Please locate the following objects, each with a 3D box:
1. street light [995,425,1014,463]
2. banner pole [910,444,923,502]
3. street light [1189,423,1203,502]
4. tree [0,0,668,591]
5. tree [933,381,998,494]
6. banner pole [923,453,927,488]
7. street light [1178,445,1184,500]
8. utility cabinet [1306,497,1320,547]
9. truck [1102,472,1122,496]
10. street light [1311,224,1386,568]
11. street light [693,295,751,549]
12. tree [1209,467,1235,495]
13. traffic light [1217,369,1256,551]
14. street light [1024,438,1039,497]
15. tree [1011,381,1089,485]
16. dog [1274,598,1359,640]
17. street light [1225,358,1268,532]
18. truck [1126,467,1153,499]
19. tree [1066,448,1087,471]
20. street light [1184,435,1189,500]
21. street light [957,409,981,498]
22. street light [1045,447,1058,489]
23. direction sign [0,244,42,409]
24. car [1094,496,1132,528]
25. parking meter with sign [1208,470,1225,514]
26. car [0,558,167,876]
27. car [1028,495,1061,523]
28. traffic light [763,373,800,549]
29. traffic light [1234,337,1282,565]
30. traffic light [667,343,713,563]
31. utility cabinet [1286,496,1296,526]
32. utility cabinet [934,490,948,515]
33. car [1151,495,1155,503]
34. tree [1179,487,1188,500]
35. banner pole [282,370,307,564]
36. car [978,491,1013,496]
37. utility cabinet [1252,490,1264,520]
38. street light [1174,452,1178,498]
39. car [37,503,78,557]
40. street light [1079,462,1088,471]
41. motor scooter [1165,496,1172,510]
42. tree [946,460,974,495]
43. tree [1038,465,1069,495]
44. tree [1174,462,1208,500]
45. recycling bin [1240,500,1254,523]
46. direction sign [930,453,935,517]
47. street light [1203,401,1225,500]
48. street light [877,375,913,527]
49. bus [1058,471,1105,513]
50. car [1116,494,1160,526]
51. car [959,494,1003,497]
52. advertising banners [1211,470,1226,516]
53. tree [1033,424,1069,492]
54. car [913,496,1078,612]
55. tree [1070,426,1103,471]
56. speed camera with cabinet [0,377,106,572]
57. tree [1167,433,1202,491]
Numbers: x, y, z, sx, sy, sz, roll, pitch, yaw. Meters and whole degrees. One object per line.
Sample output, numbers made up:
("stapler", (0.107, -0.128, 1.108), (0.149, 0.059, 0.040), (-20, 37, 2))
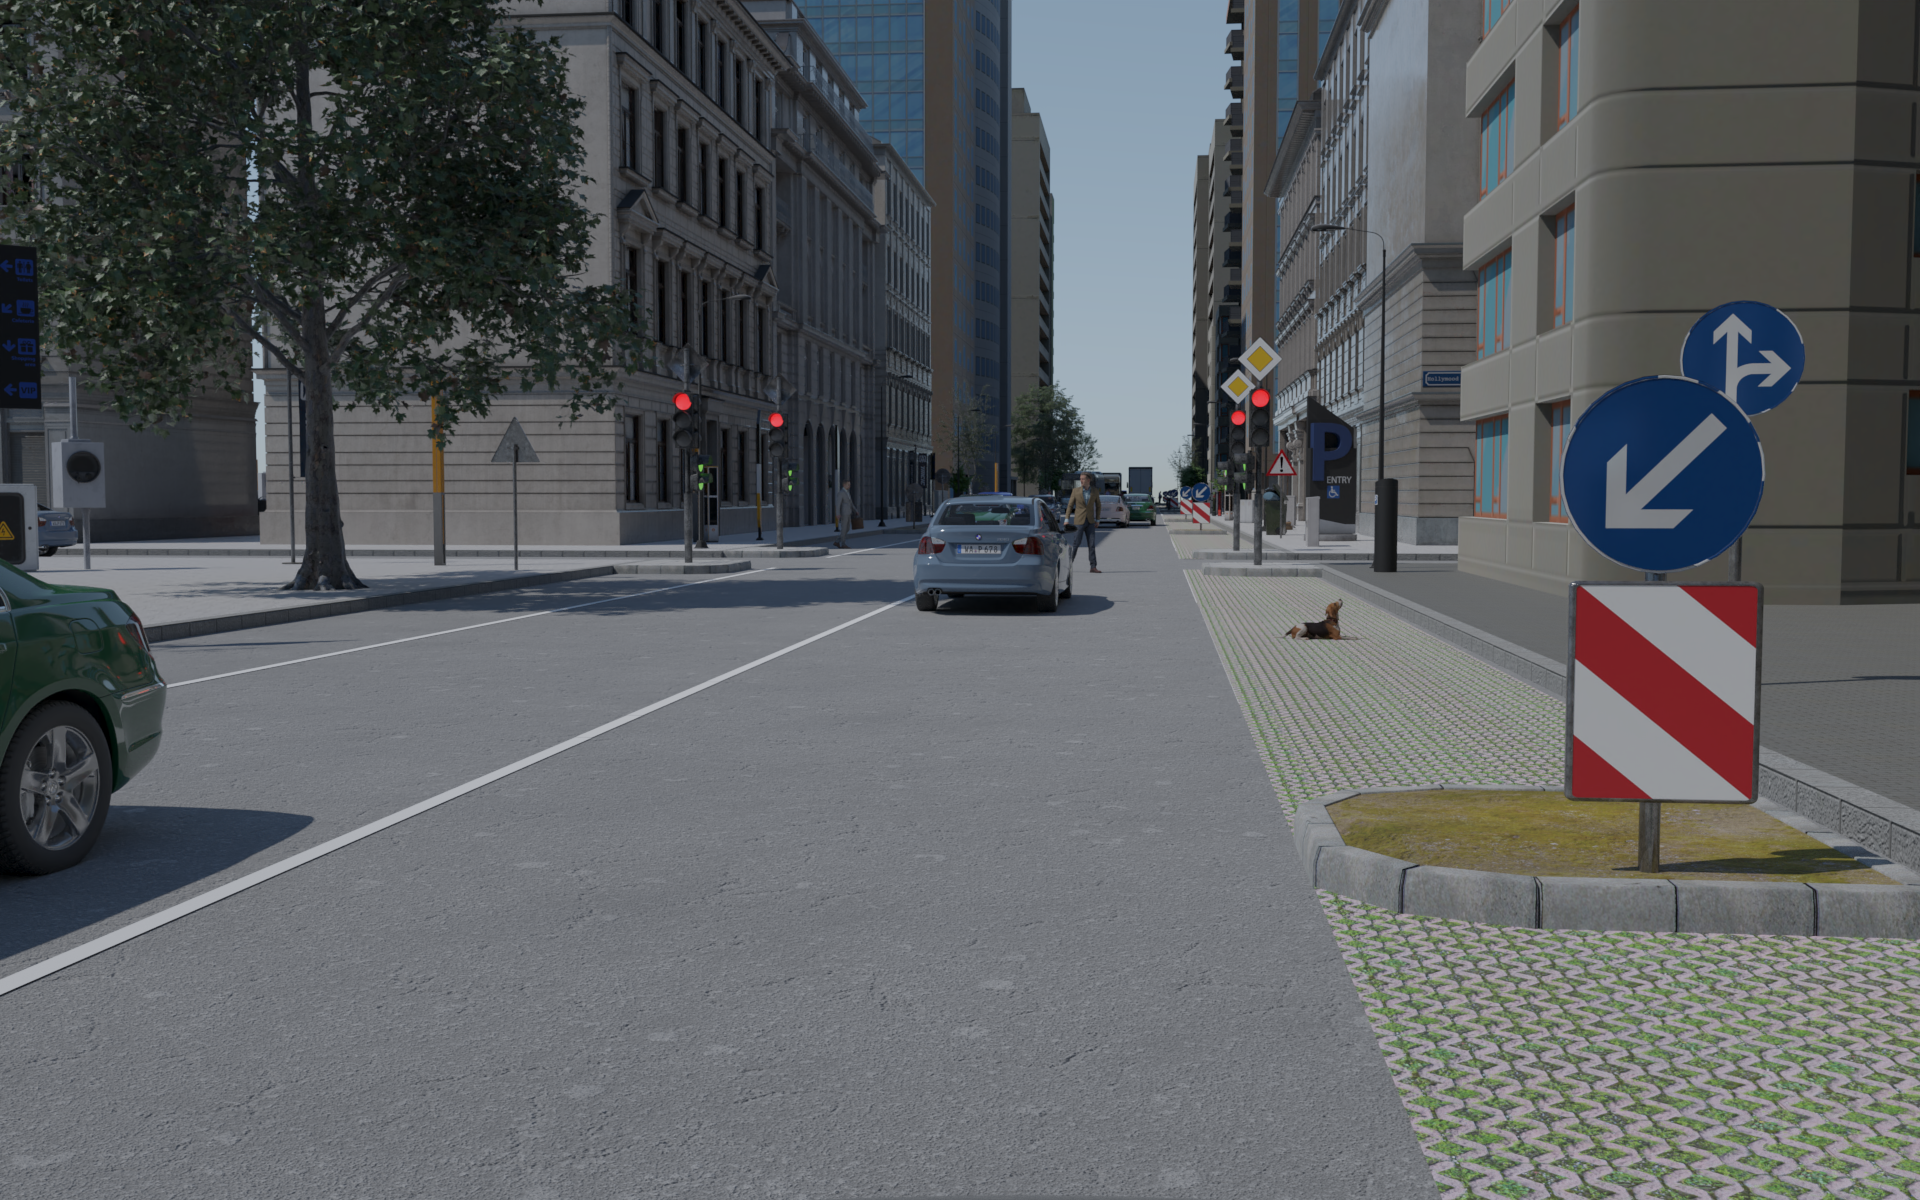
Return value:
("street light", (2.926, -8.793, 116.299), (1.470, 5.913, 1.316), (0, 4, 6))
("banner pole", (-2.349, -5.939, 87.116), (0.401, 3.779, 0.863), (-2, 4, -27))
("street light", (15.962, -8.625, 113.561), (1.470, 5.913, 1.316), (0, 4, 6))
("tree", (-8.724, -6.487, 23.078), (9.611, 12.733, 9.660), (0, 3, 0))
("tree", (0.573, -9.724, 109.347), (4.360, 8.622, 3.978), (0, 3, 0))
("banner pole", (-2.146, -6.303, 93.079), (0.863, 3.779, 0.401), (-1, 4, -19))
("street light", (21.516, -11.625, 162.605), (1.470, 5.913, 1.316), (0, 4, 6))
("utility cabinet", (8.658, -1.921, 42.568), (0.306, 1.237, 1.020), (1, 4, 9))
("truck", (19.871, -14.568, 227.103), (2.839, 4.237, 11.283), (0, 4, 7))
("street light", (6.735, -3.508, 29.898), (1.470, 5.913, 1.316), (0, 4, 6))
("street light", (-5.557, -4.161, 40.575), (1.470, 5.913, 1.316), (0, 4, 6))
("tree", (16.673, -7.000, 109.043), (1.663, 3.219, 1.824), (0, 3, 0))
("traffic light", (6.230, -3.065, 39.030), (0.839, 4.253, 0.868), (0, 4, 6))
("street light", (5.906, -10.519, 144.529), (1.470, 5.913, 1.316), (0, 4, 6))
("tree", (9.422, -17.458, 192.095), (9.857, 13.997, 8.962), (0, 3, 0))
("dog", (3.507, 0.192, 17.059), (0.550, 0.427, 0.748), (-3, 5, -40))
("street light", (9.921, -5.303, 59.243), (1.470, 5.913, 1.316), (0, 4, 6))
("truck", (19.005, -11.860, 182.822), (2.839, 4.237, 11.283), (0, 4, 5))
("tree", (14.803, -17.171, 231.110), (4.737, 8.622, 4.395), (0, 3, 0))
("street light", (18.399, -9.938, 135.035), (1.470, 5.913, 1.316), (0, 4, 6))
("street light", (0.450, -7.476, 94.775), (1.470, 5.913, 1.316), (0, 4, 6))
("street light", (9.004, -12.183, 171.730), (1.470, 5.913, 1.316), (0, 4, 6))
("direction sign", (-8.807, -1.450, 15.704), (0.876, 3.537, 0.379), (-3, 4, -38))
("car", (6.319, -3.806, 74.597), (2.083, 1.381, 4.827), (0, 4, 8))
("parking meter with sign", (16.581, -7.057, 111.643), (0.543, 3.016, 1.738), (-2, 4, -24))
("car", (-4.466, 0.396, 5.326), (2.131, 1.459, 4.920), (0, 4, 7))
("car", (3.958, -4.453, 84.812), (2.014, 1.417, 4.499), (0, 4, 8))
("traffic light", (-4.169, -3.134, 40.167), (0.839, 4.253, 0.868), (0, 4, 6))
("traffic light", (5.347, -2.579, 31.094), (0.839, 4.253, 0.868), (0, 4, 6))
("traffic light", (-5.052, -2.649, 32.231), (0.839, 4.253, 0.868), (0, 4, 6))
("utility cabinet", (13.214, -3.648, 70.803), (1.020, 1.237, 0.306), (2, 4, 24))
("utility cabinet", (-1.104, -5.721, 102.220), (0.318, 1.500, 1.173), (2, 4, 28))
("car", (28.084, -14.992, 257.691), (1.945, 1.354, 3.894), (0, 4, 7))
("tree", (32.983, -15.725, 251.699), (1.663, 3.219, 1.824), (0, 3, 0))
("banner pole", (-12.048, -2.555, 31.796), (0.863, 3.779, 0.401), (-3, 4, -39))
("car", (1.101, -2.804, 55.439), (1.945, 1.707, 3.694), (0, 4, 4))
("utility cabinet", (14.741, -4.649, 84.691), (1.173, 1.500, 0.318), (-3, 5, -40))
("street light", (24.475, -13.279, 189.644), (1.470, 5.913, 1.316), (0, 4, 6))
("car", (-22.050, -1.622, 38.524), (4.499, 1.417, 2.014), (0, 4, 7))
("street light", (17.998, -17.164, 253.174), (1.470, 5.913, 1.316), (0, 4, 6))
("motor scooter", (17.967, -8.327, 148.930), (0.815, 1.314, 1.986), (1, 4, 8))
("tree", (0.047, -6.377, 98.861), (1.663, 3.219, 1.824), (0, 3, 0))
("tree", (12.128, -13.585, 205.832), (4.285, 4.588, 4.351), (0, 3, 0))
("tree", (23.312, -11.690, 174.842), (4.285, 4.588, 4.351), (0, 3, 0))
("recycling bin", (12.871, -3.914, 76.542), (0.722, 1.027, 0.722), (-3, 5, -41))
("direction sign", (-1.496, -6.315, 95.249), (0.379, 3.537, 0.876), (-1, 4, -17))
("street light", (13.030, -6.971, 86.518), (1.470, 5.913, 1.316), (0, 4, 6))
("street light", (-2.526, -5.822, 67.737), (1.470, 5.913, 1.316), (0, 4, 6))
("bus", (9.611, -8.556, 134.757), (2.948, 3.499, 13.247), (0, 4, 8))
("car", (8.075, -4.132, 79.349), (2.131, 1.459, 4.920), (0, 4, 6))
("car", (0.587, -2.206, 47.863), (2.131, 1.459, 4.920), (0, 4, 5))
("advertising banners", (14.907, -6.313, 99.411), (0.090, 3.025, 2.074), (-1, 4, -16))
("tree", (9.369, -14.105, 180.977), (4.360, 8.622, 3.978), (0, 3, 0))
("car", (0.492, -0.637, 22.419), (2.014, 1.417, 4.499), (0, 4, 7))
("tree", (17.957, -20.850, 266.656), (9.928, 11.665, 9.643), (0, 3, 0))
("speed camera with cabinet", (-15.359, -2.104, 28.733), (2.038, 3.252, 0.660), (-3, 5, -43))
("tree", (27.131, -15.713, 207.261), (4.360, 8.622, 3.978), (0, 3, 0))
